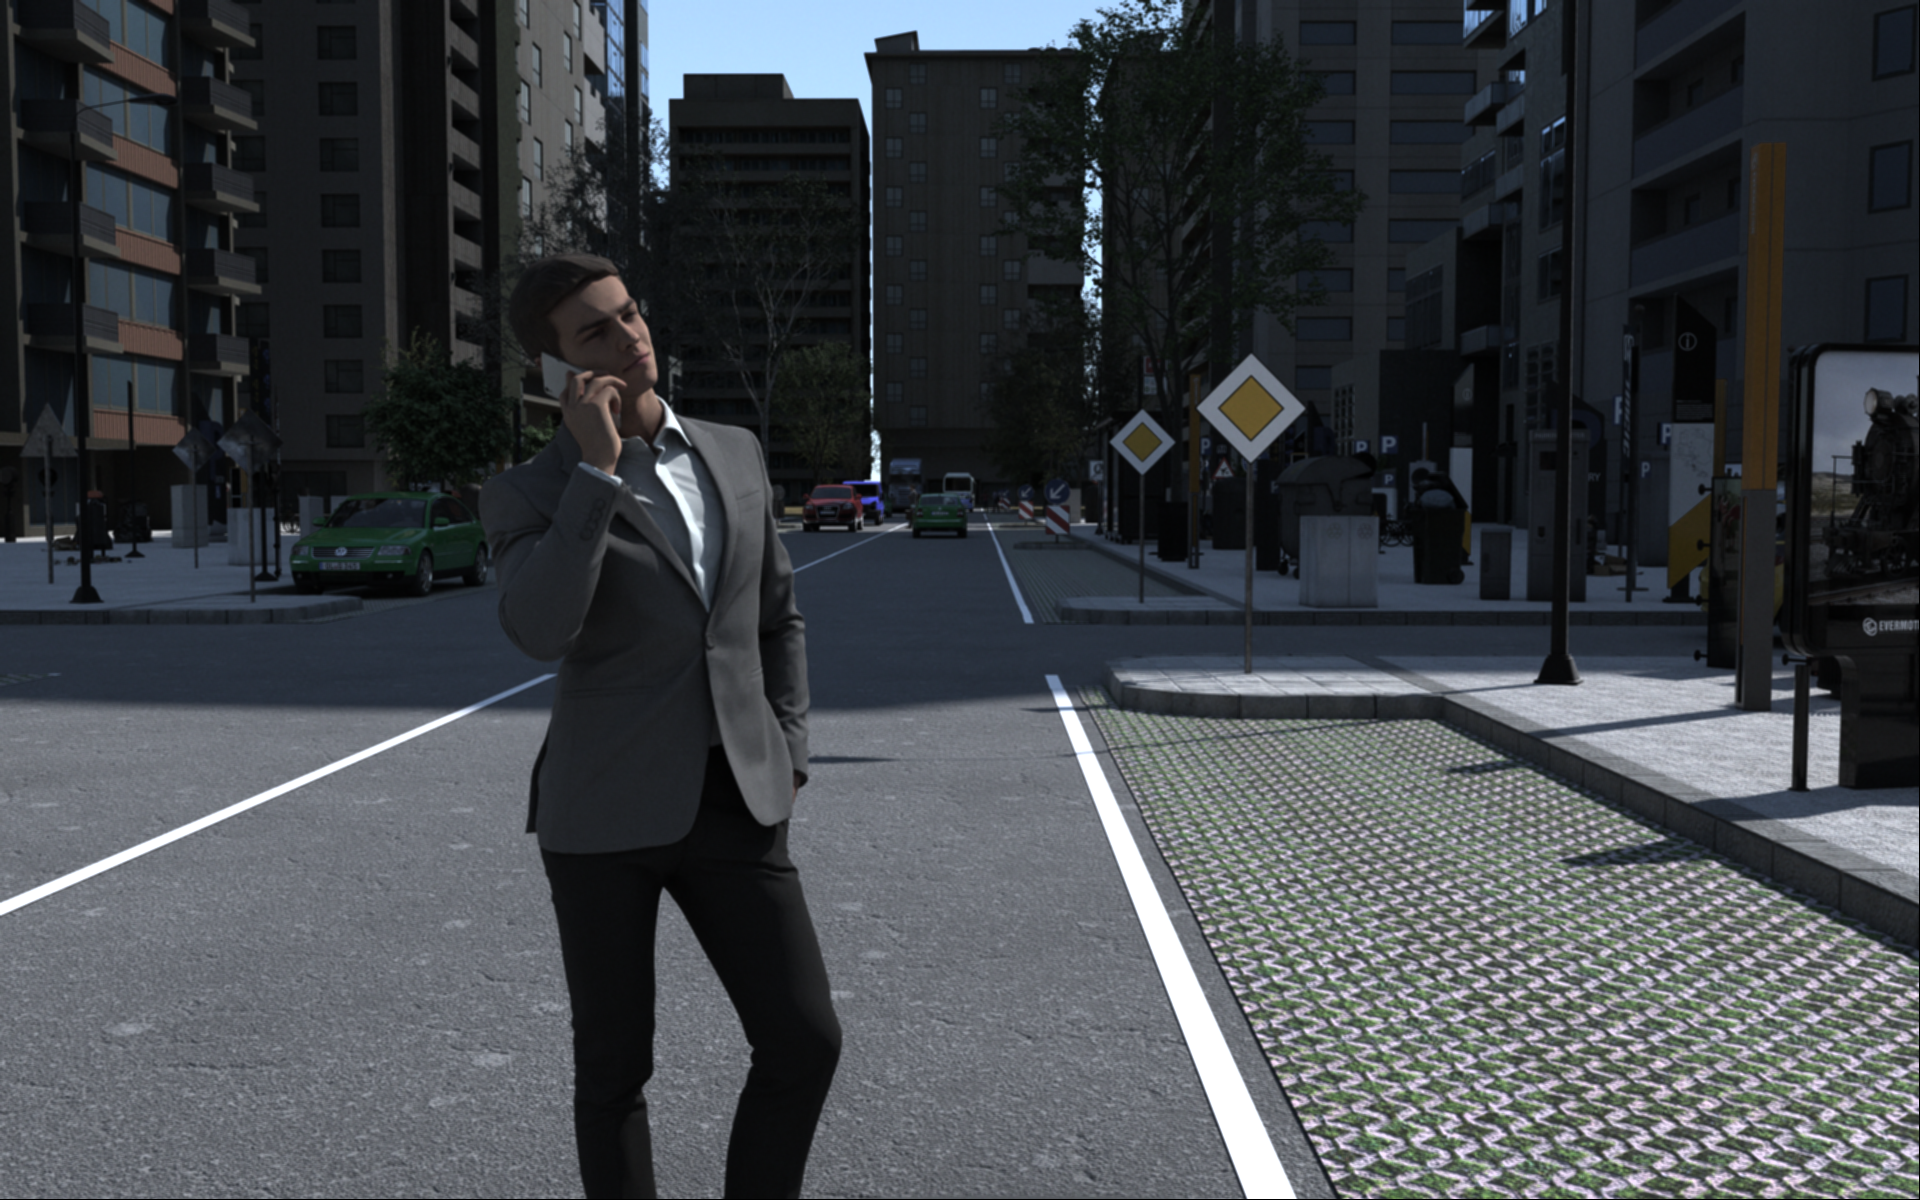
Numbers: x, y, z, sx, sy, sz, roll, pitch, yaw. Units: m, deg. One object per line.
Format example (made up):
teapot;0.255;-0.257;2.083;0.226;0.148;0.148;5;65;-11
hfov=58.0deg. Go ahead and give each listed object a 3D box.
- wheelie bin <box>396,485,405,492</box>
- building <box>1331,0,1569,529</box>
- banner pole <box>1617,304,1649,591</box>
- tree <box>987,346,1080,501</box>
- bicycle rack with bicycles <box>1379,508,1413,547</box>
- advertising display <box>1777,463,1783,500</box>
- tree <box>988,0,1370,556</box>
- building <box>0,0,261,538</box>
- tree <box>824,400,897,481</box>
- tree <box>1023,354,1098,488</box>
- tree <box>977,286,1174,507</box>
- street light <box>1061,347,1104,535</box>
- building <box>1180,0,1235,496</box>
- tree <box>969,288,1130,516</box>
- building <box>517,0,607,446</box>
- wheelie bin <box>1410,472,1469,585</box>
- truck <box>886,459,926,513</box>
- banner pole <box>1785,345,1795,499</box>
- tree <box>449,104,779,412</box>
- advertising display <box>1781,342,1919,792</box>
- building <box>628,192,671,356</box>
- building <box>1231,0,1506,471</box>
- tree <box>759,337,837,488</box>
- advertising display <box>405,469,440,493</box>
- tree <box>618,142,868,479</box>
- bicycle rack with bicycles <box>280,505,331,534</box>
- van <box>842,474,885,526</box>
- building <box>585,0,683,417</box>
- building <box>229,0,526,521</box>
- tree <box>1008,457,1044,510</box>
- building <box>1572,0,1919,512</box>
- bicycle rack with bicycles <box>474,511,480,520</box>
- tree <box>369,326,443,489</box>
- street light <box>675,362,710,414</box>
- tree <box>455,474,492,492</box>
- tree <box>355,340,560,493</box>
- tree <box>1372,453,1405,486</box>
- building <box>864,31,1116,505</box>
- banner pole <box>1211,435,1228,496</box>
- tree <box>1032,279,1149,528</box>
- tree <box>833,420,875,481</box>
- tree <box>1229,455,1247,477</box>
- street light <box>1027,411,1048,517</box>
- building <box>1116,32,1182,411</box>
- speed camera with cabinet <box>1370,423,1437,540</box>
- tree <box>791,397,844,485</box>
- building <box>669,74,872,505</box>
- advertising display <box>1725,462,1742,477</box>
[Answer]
wheelie bin;-20.293;-3.367;62.954;0.693;1.594;0.980;-1;4;-23
building;29.797;-46.308;69.808;22.319;86.520;31.000;0;4;1
banner pole;8.826;-2.005;22.800;0.401;3.779;0.863;3;4;39
tree;5.791;-13.146;133.060;7.486;12.596;7.792;0;3;0
bicycle rack with bicycles;10.901;-1.815;43.052;2.925;0.926;2.852;1;4;14
advertising display;16.685;-1.871;35.797;0.974;1.923;0.123;2;4;25
tree;4.402;-6.754;36.187;9.928;11.665;9.643;0;3;0
building;-37.101;-24.573;56.400;22.147;44.769;28.867;0;4;1
tree;-10.210;-14.570;172.632;8.767;10.594;7.601;1;4;8
tree;4.967;-8.335;86.634;4.737;8.622;4.395;0;3;0
tree;5.360;-8.817;78.565;8.767;10.594;7.601;0;4;-6
street light;3.888;-5.032;54.820;1.470;5.913;1.316;0;4;1
building;30.477;-31.940;145.913;21.300;48.544;21.600;0;4;1
tree;5.223;-11.818;103.595;12.009;13.543;11.850;0;3;0
building;-37.924;-31.773;108.730;28.713;52.752;27.495;0;4;1
wheelie bin;6.814;-1.028;24.710;0.693;1.594;0.980;0;4;-6
truck;-3.959;-9.000;136.906;2.967;4.110;18.799;0;4;1
banner pole;13.913;-2.382;28.968;0.401;3.779;0.863;1;4;11
tree;-10.492;-8.784;53.983;12.009;13.543;11.850;0;3;0
advertising display;4.045;-0.142;7.539;0.974;1.923;0.123;-1;4;-13
building;-44.421;-31.681;209.863;23.993;40.220;32.217;0;4;1
building;29.678;-35.355;120.061;21.231;58.520;28.212;0;4;1
tree;-9.351;-11.502;113.817;9.928;11.665;9.643;0;3;0
advertising display;-12.444;-2.144;40.270;0.123;1.923;0.974;3;4;36
tree;-11.944;-14.618;94.897;12.611;20.169;13.585;0;3;0
bicycle rack with bicycles;-21.507;-2.652;56.736;2.925;0.926;2.852;-3;5;-39
van;-4.556;-4.631;80.106;2.240;2.365;5.245;0;4;-1
building;-38.890;-50.915;145.128;31.000;86.520;22.319;0;4;1
building;-30.524;-19.236;86.209;14.160;30.474;14.107;0;4;1
tree;5.675;-9.590;140.505;4.285;4.588;4.351;0;3;0
building;63.950;-36.886;145.080;28.212;58.520;21.231;0;4;1
bicycle rack with bicycles;-13.633;-2.419;52.940;2.925;0.926;2.852;0;4;-7
tree;-24.264;-7.725;76.671;4.737;8.622;4.395;0;3;0
street light;-9.425;-5.407;60.943;1.470;5.913;1.316;0;4;1
tree;-20.330;-4.690;71.278;1.663;3.219;1.824;0;3;0
tree;-11.113;-3.265;37.096;4.285;4.588;4.351;0;3;0
tree;16.949;-4.595;69.733;1.663;3.219;1.824;0;3;0
building;3.297;-37.751;206.469;27.495;52.752;28.713;0;4;1
banner pole;10.901;-5.090;73.234;0.863;3.779;0.401;1;4;15
tree;4.732;-6.674;59.490;4.360;8.622;3.978;0;3;0
tree;-10.242;-12.958;162.225;4.360;8.622;3.978;0;3;0
tree;12.384;-4.981;76.047;1.663;3.219;1.824;0;3;0
street light;4.234;-7.515;95.406;1.470;5.913;1.316;0;4;1
building;30.795;-37.767;206.736;27.495;52.752;28.713;0;4;1
speed camera with cabinet;12.140;-3.285;48.049;2.038;3.252;0.660;1;4;23
tree;-10.540;-10.973;129.765;4.737;8.622;4.395;0;3;0
building;-21.662;-35.471;203.657;21.600;48.544;21.300;0;4;1
advertising display;15.286;-1.804;34.714;0.974;1.923;0.123;3;5;40
